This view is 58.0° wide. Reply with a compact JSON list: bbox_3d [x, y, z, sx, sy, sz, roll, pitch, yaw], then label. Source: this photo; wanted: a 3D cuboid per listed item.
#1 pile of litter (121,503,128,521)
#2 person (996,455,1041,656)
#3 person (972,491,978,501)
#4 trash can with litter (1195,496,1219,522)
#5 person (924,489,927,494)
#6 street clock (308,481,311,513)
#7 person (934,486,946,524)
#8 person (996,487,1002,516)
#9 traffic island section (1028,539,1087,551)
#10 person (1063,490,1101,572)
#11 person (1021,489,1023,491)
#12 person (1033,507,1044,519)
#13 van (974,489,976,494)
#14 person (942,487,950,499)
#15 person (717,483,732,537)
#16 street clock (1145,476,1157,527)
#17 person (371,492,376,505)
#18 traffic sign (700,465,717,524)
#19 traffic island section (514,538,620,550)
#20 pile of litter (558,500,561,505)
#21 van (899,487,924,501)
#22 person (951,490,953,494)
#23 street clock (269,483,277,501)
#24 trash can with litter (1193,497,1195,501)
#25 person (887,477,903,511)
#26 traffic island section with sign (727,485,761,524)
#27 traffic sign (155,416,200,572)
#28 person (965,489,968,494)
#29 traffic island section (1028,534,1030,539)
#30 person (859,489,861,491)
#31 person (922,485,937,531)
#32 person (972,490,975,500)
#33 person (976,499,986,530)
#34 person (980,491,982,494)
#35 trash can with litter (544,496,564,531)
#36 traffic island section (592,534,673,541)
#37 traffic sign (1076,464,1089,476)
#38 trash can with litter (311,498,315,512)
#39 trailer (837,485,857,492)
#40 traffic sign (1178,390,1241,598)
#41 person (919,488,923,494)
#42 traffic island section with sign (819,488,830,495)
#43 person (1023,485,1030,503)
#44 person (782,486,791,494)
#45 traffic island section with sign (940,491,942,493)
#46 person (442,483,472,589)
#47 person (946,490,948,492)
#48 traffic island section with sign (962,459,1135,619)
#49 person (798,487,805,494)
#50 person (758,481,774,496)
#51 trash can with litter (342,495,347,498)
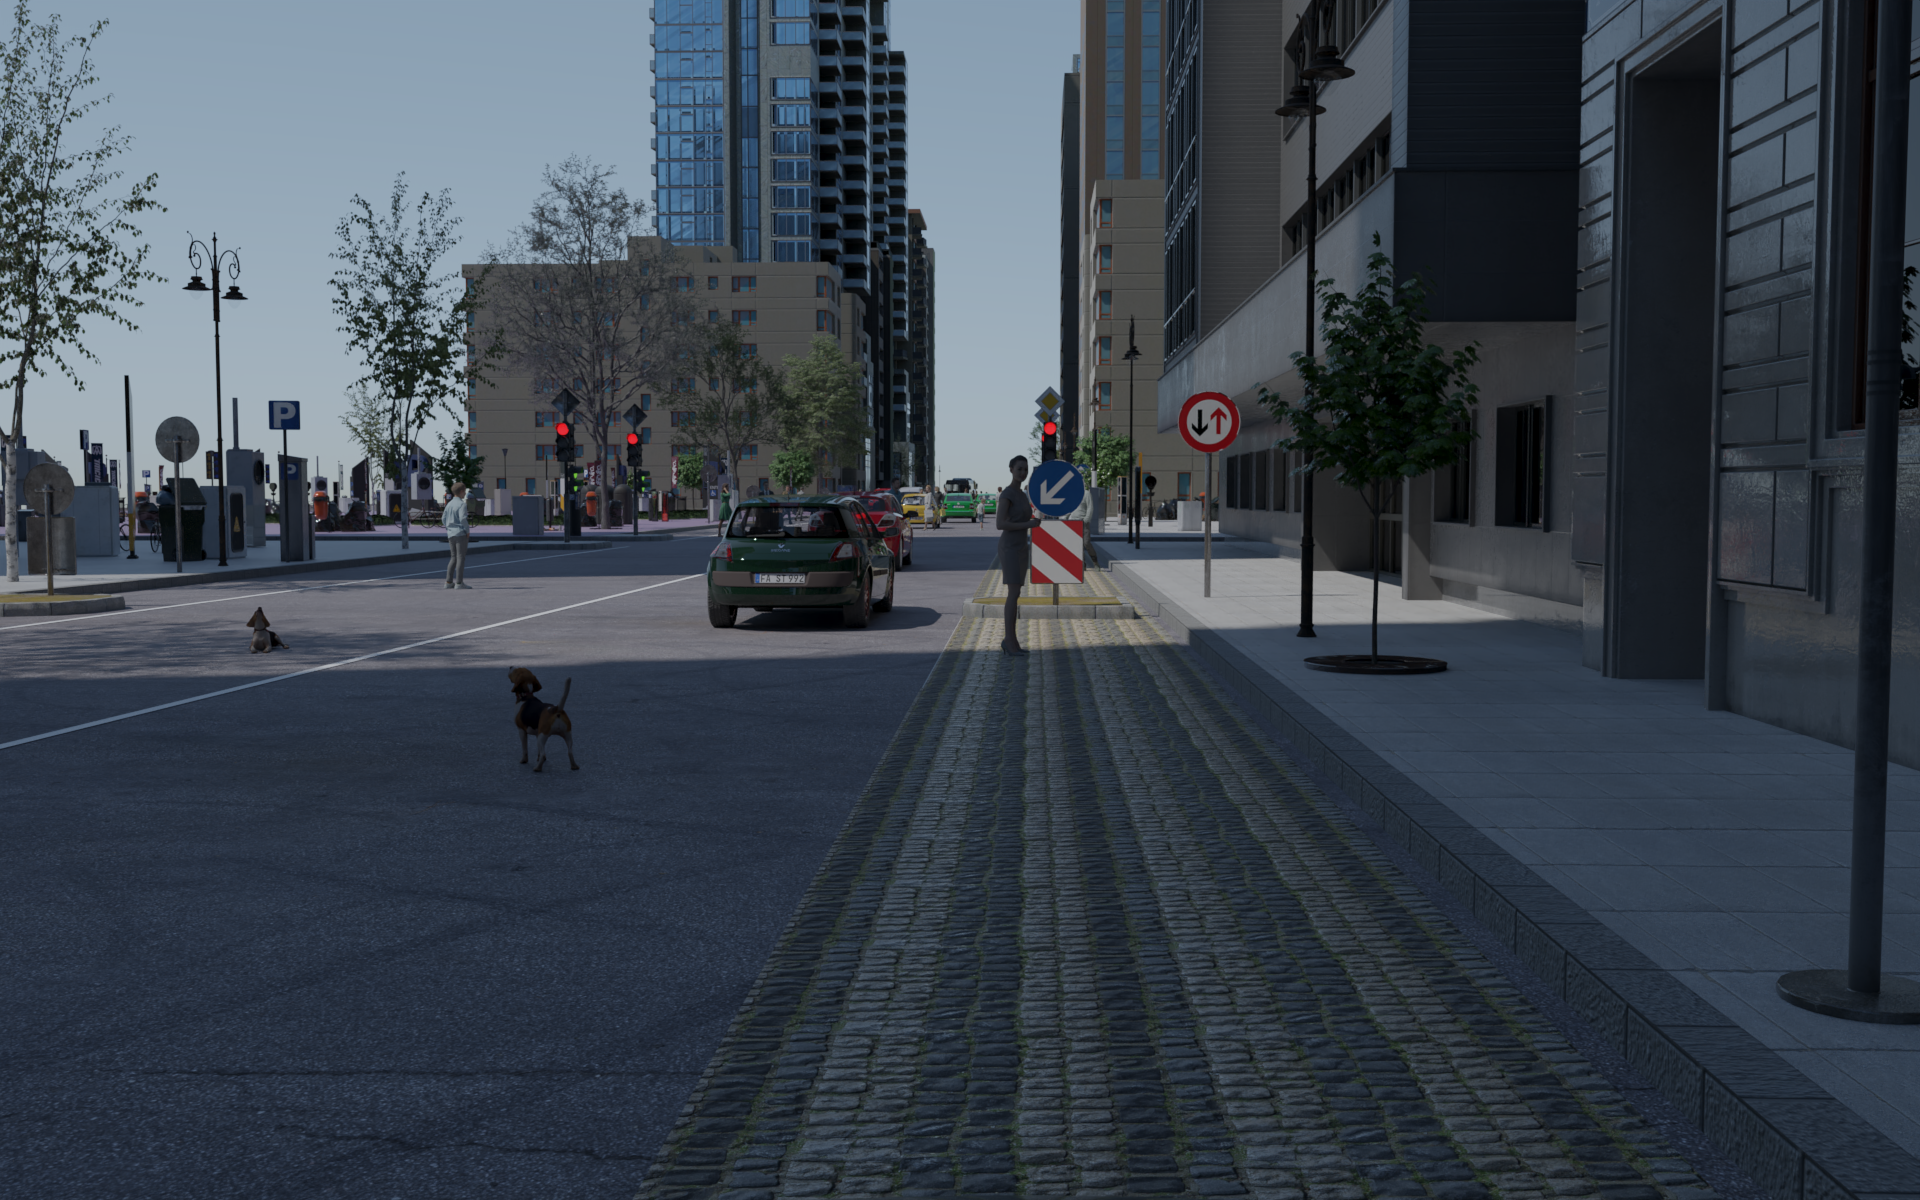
[{"bbox_3d":[-39.863,-4.133,81.537,1.176,0.858,1.719,2,4,26],"label":"pile of litter"},{"bbox_3d":[0.521,-0.406,15.485,0.374,1.781,0.599,2,4,25],"label":"person"},{"bbox_3d":[1.387,-8.791,152.955,0.721,1.735,1.217,-3,5,-43],"label":"person"},{"bbox_3d":[11.679,-4.233,80.604,1.055,1.170,0.624,-2,4,-24],"label":"trash can with litter"},{"bbox_3d":[-2.351,-6.863,120.810,0.767,1.812,0.694,-1,4,-22],"label":"person"},{"bbox_3d":[-37.447,-5.799,99.381,0.358,2.002,0.471,3,4,38],"label":"street clock"},{"bbox_3d":[-1.233,-4.479,81.947,0.699,1.804,1.509,-2,4,-25],"label":"person"},{"bbox_3d":[1.809,-4.023,74.840,0.480,1.755,0.524,2,4,34],"label":"person"},{"bbox_3d":[2.366,-1.408,45.300,2.009,0.180,2.903,0,4,2],"label":"traffic island section"},{"bbox_3d":[2.186,-1.405,31.961,0.515,1.767,0.782,-3,5,-43],"label":"person"},{"bbox_3d":[4.497,-7.294,127.734,0.794,1.824,0.713,-1,4,-23],"label":"person"},{"bbox_3d":[2.958,-3.247,62.345,0.760,1.731,0.466,1,4,20],"label":"person"},{"bbox_3d":[1.074,-13.382,223.181,2.240,2.365,5.245,0,4,3],"label":"van"},{"bbox_3d":[-0.864,-6.123,108.381,0.659,1.850,0.755,1,4,19],"label":"person"},{"bbox_3d":[-7.843,-3.005,57.873,0.529,1.795,0.600,0,4,5],"label":"person"},{"bbox_3d":[7.462,-3.865,67.765,0.471,2.002,0.358,0,4,7],"label":"street clock"},{"bbox_3d":[-71.780,-12.408,212.302,0.756,1.711,0.436,-1,4,-16],"label":"person"},{"bbox_3d":[-10.895,-4.584,75.058,0.768,2.556,0.104,0,4,7],"label":"traffic sign"},{"bbox_3d":[-10.414,-1.440,45.821,2.009,0.180,2.903,0,4,2],"label":"traffic island section"},{"bbox_3d":[-27.300,-6.352,117.824,1.719,0.858,1.176,0,4,4],"label":"pile of litter"},{"bbox_3d":[-2.920,-5.747,100.969,2.013,2.044,4.112,0,4,3],"label":"van"},{"bbox_3d":[-0.744,-8.039,140.469,0.617,1.759,0.750,-2,4,-35],"label":"person"},{"bbox_3d":[-43.629,-6.452,110.068,0.471,2.002,0.358,2,4,25],"label":"street clock"},{"bbox_3d":[11.461,-4.300,81.698,1.055,1.170,0.624,0,4,-3],"label":"trash can with litter"},{"bbox_3d":[-1.567,-1.927,40.021,0.620,1.820,0.660,2,4,27],"label":"person"},{"bbox_3d":[-9.160,-4.163,76.686,1.989,1.847,2.006,0,4,2],"label":"traffic island section with sign"},{"bbox_3d":[-12.801,-1.726,28.331,0.768,2.556,0.104,0,4,6],"label":"traffic sign"},{"bbox_3d":[0.467,-6.434,113.977,0.520,1.790,0.573,2,4,32],"label":"person"},{"bbox_3d":[2.690,-1.896,53.279,2.009,0.180,2.903,0,4,2],"label":"traffic island section"},{"bbox_3d":[-6.924,-6.790,119.852,0.374,1.781,0.599,2,4,29],"label":"person"},{"bbox_3d":[-1.182,-3.593,67.599,0.624,1.780,0.694,0,3,0],"label":"person"},{"bbox_3d":[1.291,-9.405,162.279,0.705,1.823,1.348,-1,4,-13],"label":"person"},{"bbox_3d":[0.844,-3.402,68.800,0.352,1.250,0.332,-1,4,-18],"label":"person"},{"bbox_3d":[1.938,-9.539,165.175,0.721,1.736,1.217,-1,4,-21],"label":"person"},{"bbox_3d":[-14.304,-3.044,60.830,1.678,1.210,2.233,-1,4,-16],"label":"trash can with litter"},{"bbox_3d":[-10.091,-1.928,53.800,2.009,0.180,2.903,0,4,2],"label":"traffic island section"},{"bbox_3d":[5.202,-4.503,73.730,0.768,2.556,0.104,0,4,4],"label":"traffic sign"},{"bbox_3d":[-41.995,-6.210,112.916,0.624,1.170,1.055,-2,4,-23],"label":"trash can with litter"},{"bbox_3d":[-7.293,-6.356,110.975,1.471,1.999,3.904,0,4,2],"label":"trailer"},{"bbox_3d":[3.071,-1.304,21.420,0.768,2.556,0.104,0,4,5],"label":"traffic sign"},{"bbox_3d":[-2.091,-5.090,92.469,0.760,1.731,0.466,-1,4,-17],"label":"person"},{"bbox_3d":[-8.071,-5.810,103.619,1.989,1.847,2.006,0,4,2],"label":"traffic island section with sign"},{"bbox_3d":[2.539,-3.576,67.233,0.793,1.790,0.793,0,4,5],"label":"person"},{"bbox_3d":[-8.183,-4.463,81.388,0.836,1.842,0.656,0,4,1],"label":"person"},{"bbox_3d":[-1.604,-15.570,263.191,1.989,1.847,2.006,0,4,2],"label":"traffic island section with sign"},{"bbox_3d":[-7.552,-0.966,26.097,0.330,1.601,0.589,-3,5,-41],"label":"person"},{"bbox_3d":[-1.135,-7.101,125.268,0.598,1.740,0.731,0,3,0],"label":"person"},{"bbox_3d":[1.031,-0.734,20.629,1.989,1.847,2.006,0,4,2],"label":"traffic island section with sign"},{"bbox_3d":[-8.420,-5.101,92.029,0.709,1.813,0.853,3,5,44],"label":"person"},{"bbox_3d":[-6.045,-2.827,54.495,0.659,1.850,0.755,-1,4,-16],"label":"person"},{"bbox_3d":[-44.855,-7.076,126.755,2.233,1.210,1.678,2,4,30],"label":"trash can with litter"}]
